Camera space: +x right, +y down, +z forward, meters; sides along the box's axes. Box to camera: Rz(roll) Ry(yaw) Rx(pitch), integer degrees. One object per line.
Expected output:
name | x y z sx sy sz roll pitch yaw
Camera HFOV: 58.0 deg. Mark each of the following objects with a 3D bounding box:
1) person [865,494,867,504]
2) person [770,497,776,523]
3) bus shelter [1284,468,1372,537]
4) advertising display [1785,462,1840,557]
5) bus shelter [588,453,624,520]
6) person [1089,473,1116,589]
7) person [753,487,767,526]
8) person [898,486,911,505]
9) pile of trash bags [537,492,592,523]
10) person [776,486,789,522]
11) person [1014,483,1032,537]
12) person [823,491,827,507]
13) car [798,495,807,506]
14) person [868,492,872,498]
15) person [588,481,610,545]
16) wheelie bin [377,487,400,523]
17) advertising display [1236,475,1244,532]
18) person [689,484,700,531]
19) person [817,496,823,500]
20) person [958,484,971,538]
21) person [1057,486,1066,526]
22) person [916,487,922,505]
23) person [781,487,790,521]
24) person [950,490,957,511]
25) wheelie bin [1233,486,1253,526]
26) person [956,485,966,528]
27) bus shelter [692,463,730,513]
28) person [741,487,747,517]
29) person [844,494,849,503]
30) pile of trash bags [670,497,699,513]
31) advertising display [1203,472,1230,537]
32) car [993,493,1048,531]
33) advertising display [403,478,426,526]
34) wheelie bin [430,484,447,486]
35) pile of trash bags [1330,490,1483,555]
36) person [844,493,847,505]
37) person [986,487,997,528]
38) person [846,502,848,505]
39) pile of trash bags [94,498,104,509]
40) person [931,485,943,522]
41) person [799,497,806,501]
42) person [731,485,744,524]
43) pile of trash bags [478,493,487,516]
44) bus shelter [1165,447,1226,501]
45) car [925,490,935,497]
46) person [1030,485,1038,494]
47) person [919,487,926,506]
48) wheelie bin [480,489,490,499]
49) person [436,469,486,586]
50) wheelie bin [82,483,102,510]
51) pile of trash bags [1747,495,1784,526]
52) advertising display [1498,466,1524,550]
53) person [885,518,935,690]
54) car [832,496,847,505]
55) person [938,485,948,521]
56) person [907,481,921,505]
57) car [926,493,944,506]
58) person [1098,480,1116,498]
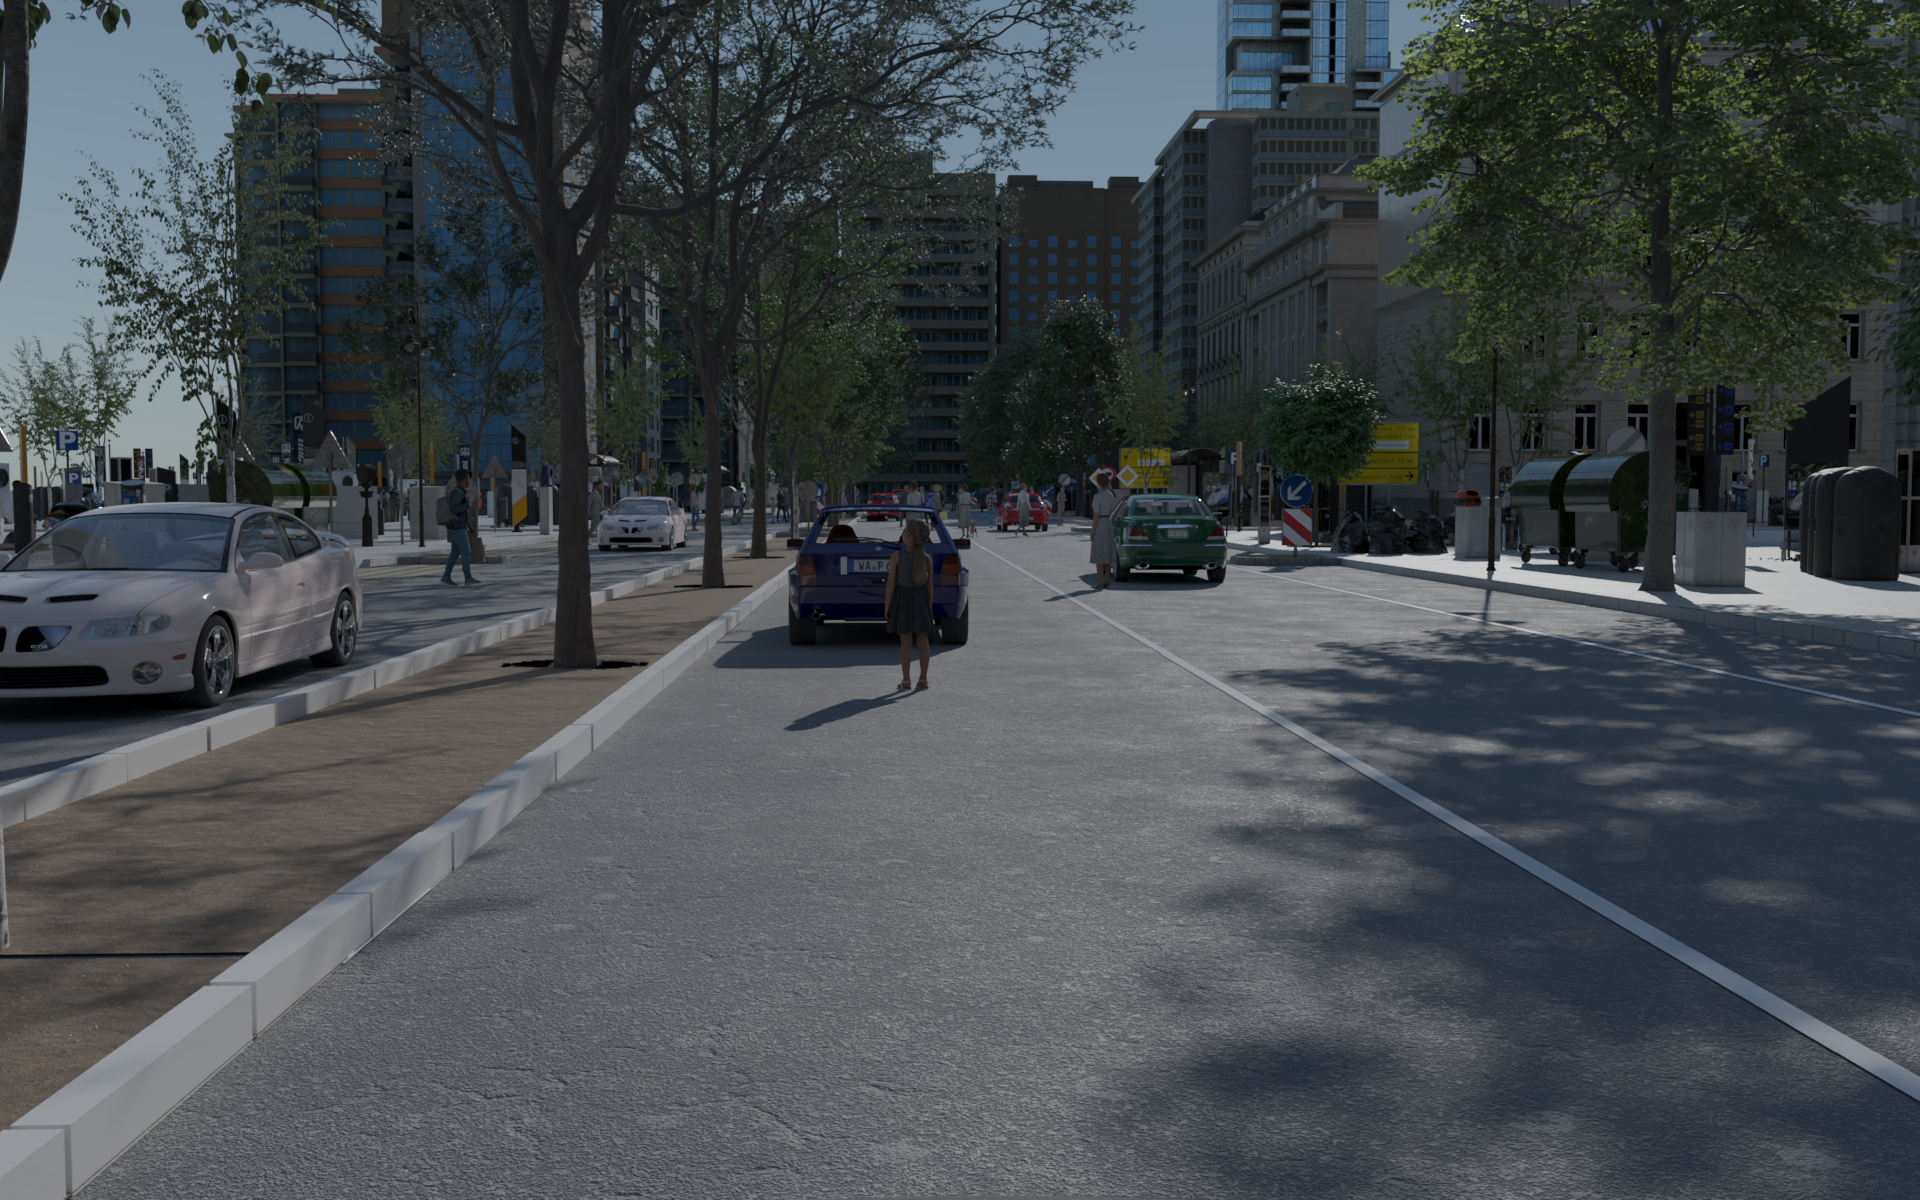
person | -10.196 -10.776 187.953 0.557 1.426 1.065 1 4 9
person | -9.291 -4.469 85.849 0.425 1.301 0.394 3 4 36
bus shelter | 11.572 -3.921 55.396 1.731 3.624 6.357 0 4 -2
advertising display | 17.065 -1.803 34.694 0.123 1.923 0.974 -3 5 -42
bus shelter | -18.437 -5.737 87.731 2.014 3.302 5.546 0 4 -2
person | 2.114 -1.058 26.371 0.524 1.755 0.480 3 5 42
person | -8.894 -4.177 76.978 0.592 1.802 0.473 -1 4 -15
person | -2.389 -4.071 75.239 0.661 1.801 0.590 -1 4 -15
pile of trash bags | -17.884 -4.154 77.672 3.447 1.369 1.912 0 4 4
person | -8.993 -4.860 87.733 0.755 1.850 0.659 2 4 33
person | 2.091 -3.029 58.246 0.641 1.798 0.478 -1 4 -23
person | -14.769 -11.202 192.472 1.217 1.723 0.721 2 4 27
car | -16.413 -10.144 178.434 1.945 1.354 3.894 0 4 -3
person | -10.201 -11.398 196.325 0.415 1.643 0.593 -2 4 -31
person | -10.110 -2.402 48.054 0.850 1.792 0.678 1 4 9
wheelie bin | -25.892 -4.349 79.014 0.693 1.594 0.980 0 4 7
advertising display | 9.511 -3.278 58.813 0.123 1.923 0.974 1 4 17
person | -10.224 -3.559 66.704 0.388 1.821 0.555 -2 4 -31
person | -10.844 -7.777 135.429 0.755 1.850 0.659 -2 4 -24
person | 0.124 -2.874 56.055 0.480 1.755 0.524 -2 4 -34
person | 4.526 -4.170 77.015 0.599 1.781 0.374 -3 5 -44
person | -1.790 -3.813 71.242 0.661 1.777 0.834 -3 4 -36
person | -9.167 -5.013 90.641 0.526 1.800 0.537 -1 4 -13
person | -0.491 -8.157 142.673 0.445 1.727 0.742 2 4 26
wheelie bin | 11.258 -3.736 68.999 0.693 1.594 0.980 0 4 -6
person | 0.094 -3.903 72.493 0.473 1.802 0.592 2 4 33
bus shelter | -16.573 -7.433 115.453 2.014 3.302 5.546 0 4 -2
person | -13.325 -5.953 105.606 0.659 1.850 0.755 0 4 -2
person | -9.592 -8.343 148.137 0.991 1.433 0.599 -1 4 -19
pile of trash bags | -18.445 -6.714 119.525 3.447 1.369 1.912 0 4 -7
advertising display | 7.658 -2.844 51.709 0.974 1.923 0.123 -2 4 -34
car | 2.406 -3.597 67.859 2.155 1.783 4.494 0 4 -3
advertising display | -22.222 -3.989 70.435 0.974 1.923 0.123 -1 4 -16
wheelie bin | -16.230 -2.821 54.039 0.980 1.594 0.693 1 4 12
pile of trash bags | 9.948 -1.722 37.914 3.447 1.369 1.912 -1 4 -23
person | -10.650 -9.138 157.845 1.348 1.831 0.705 -1 4 -17
person | 1.321 -3.901 73.121 0.563 1.720 0.643 3 5 44
person | -8.518 -7.745 135.112 0.713 1.824 0.794 2 4 26
pile of trash bags | -26.922 -2.803 55.581 1.912 1.369 3.447 3 5 40
person | -0.914 -3.578 67.177 0.728 1.800 0.709 0 4 2
person | -9.409 -5.790 104.174 0.522 1.701 0.512 1 4 13
person | -10.614 -4.541 82.598 0.661 1.843 0.795 1 4 14
pile of trash bags | -28.670 -5.640 101.971 1.912 1.369 3.447 -2 4 -28
bus shelter | 10.419 -5.133 77.852 2.014 3.302 5.546 0 4 -2
car | -2.677 -9.830 169.386 2.281 1.827 5.304 0 4 -1
person | 3.450 -4.518 82.149 0.659 1.850 0.755 2 4 26
person | -1.737 -4.408 80.971 0.834 1.777 0.661 3 5 42
wheelie bin | -31.184 -6.472 113.728 0.980 1.594 0.693 0 4 2
person | -7.731 -1.124 26.865 0.713 1.824 0.794 0 4 1
wheelie bin | -25.876 -2.644 51.131 0.980 1.594 0.693 -2 4 -26
pile of trash bags | 33.022 -3.686 70.025 3.447 1.369 1.912 3 5 44
advertising display | 12.748 -2.127 39.991 0.123 1.923 0.974 -1 4 -15
person | -0.372 0.028 12.708 0.362 1.253 0.373 -1 4 -16
car | -14.010 -11.658 202.966 2.083 1.381 4.827 0 4 -4
person | -0.843 -3.747 69.988 0.699 1.804 1.509 0 4 -1
person | -1.183 -2.043 42.465 0.524 1.755 0.480 3 5 44
car | -2.294 -8.812 153.660 1.945 1.707 3.694 0 4 -3
person | 4.694 -2.921 55.622 0.648 1.900 0.474 -3 5 -41
